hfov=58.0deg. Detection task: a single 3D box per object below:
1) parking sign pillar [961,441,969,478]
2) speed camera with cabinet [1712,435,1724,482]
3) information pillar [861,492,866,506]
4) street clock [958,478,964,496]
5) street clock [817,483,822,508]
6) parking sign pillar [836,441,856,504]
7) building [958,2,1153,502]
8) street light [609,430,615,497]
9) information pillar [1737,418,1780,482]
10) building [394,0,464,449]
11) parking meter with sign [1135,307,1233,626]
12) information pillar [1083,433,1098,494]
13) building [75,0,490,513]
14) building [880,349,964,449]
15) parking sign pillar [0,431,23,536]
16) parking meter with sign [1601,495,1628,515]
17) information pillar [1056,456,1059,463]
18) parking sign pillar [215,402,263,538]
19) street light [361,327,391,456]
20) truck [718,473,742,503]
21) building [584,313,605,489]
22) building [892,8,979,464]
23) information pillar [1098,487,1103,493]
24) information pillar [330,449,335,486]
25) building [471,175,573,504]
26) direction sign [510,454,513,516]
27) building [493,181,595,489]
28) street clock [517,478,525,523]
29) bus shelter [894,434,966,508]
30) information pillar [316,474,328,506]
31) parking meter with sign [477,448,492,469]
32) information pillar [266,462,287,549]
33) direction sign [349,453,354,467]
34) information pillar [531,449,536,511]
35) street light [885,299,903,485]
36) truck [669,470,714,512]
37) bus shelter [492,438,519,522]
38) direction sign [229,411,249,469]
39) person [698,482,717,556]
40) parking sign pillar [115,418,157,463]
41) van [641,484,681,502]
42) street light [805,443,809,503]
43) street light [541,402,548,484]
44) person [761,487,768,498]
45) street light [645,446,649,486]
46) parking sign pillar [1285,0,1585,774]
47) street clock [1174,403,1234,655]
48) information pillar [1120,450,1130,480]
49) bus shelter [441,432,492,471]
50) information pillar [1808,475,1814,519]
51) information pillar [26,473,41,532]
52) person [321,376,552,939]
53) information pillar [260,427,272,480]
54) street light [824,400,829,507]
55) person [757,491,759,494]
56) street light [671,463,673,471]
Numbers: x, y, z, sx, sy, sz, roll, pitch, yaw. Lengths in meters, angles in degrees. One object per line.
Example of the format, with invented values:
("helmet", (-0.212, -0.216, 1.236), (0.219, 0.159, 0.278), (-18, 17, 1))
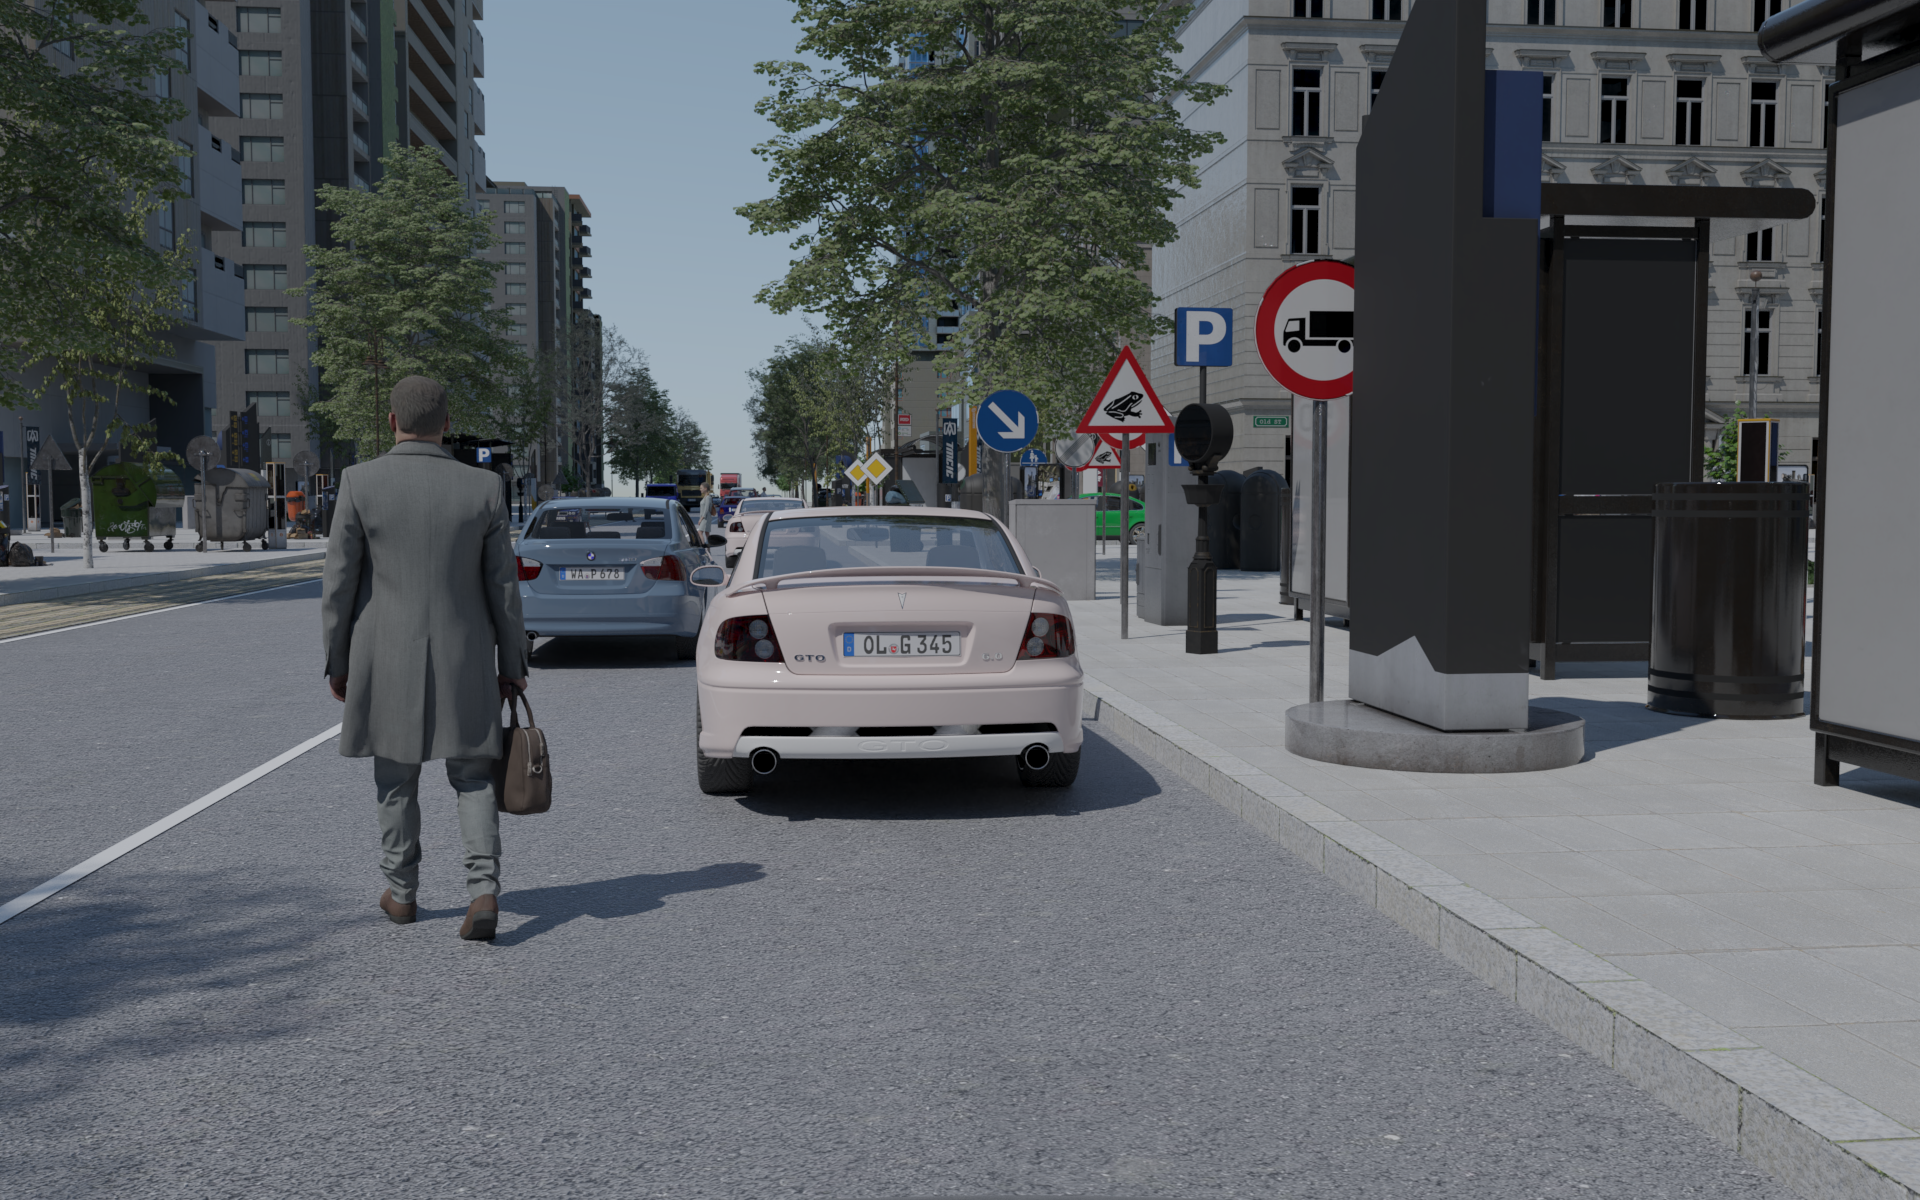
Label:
("parking sign pillar", (0.478, -5.476, 78.003), (1.447, 3.967, 1.447), (-2, 4, -25))
("speed camera with cabinet", (25.780, -3.864, 57.516), (0.660, 3.252, 2.038), (0, 4, -7))
("information pillar", (-5.544, -5.745, 98.429), (0.304, 2.012, 0.304), (1, 4, 9))
("street clock", (0.056, -4.323, 75.254), (0.358, 2.002, 0.471), (2, 4, 30))
("street clock", (-9.565, -6.866, 116.825), (0.471, 2.002, 0.358), (1, 4, 11))
("parking sign pillar", (-5.725, -6.032, 87.103), (1.447, 3.967, 1.447), (-3, 4, -36))
("building", (10.807, -43.288, 146.017), (20.563, 71.187, 20.611), (0, 4, -6))
("street light", (-24.908, -9.244, 123.925), (0.468, 5.910, 1.993), (0, 4, -6))
("information pillar", (7.833, -0.768, 17.042), (0.304, 2.012, 0.304), (3, 5, 41))
("building", (-50.309, -30.975, 130.142), (21.300, 48.544, 21.600), (0, 4, -6))
("parking meter with sign", (2.130, -1.274, 17.088), (0.543, 3.016, 1.738), (-1, 4, -10))
("information pillar", (4.083, -3.832, 54.004), (0.504, 3.616, 0.183), (2, 4, 30))
("building", (-57.447, -34.534, 153.862), (28.713, 52.752, 27.495), (0, 4, -6))
("building", (3.749, -24.200, 240.716), (27.650, 21.520, 28.899), (0, 4, -6))
("parking sign pillar", (-29.869, -3.980, 53.551), (1.447, 3.967, 1.447), (-2, 4, -32))
("parking meter with sign", (13.356, -2.386, 35.274), (0.543, 3.016, 1.738), (1, 4, 11))
("information pillar", (5.255, -6.254, 93.599), (0.183, 3.616, 0.504), (-1, 4, -11))
("parking sign pillar", (-20.995, -3.781, 50.284), (1.447, 3.967, 1.447), (1, 4, 18))
("street light", (-16.159, -4.604, 48.057), (0.468, 5.910, 1.993), (0, 4, -6))
("truck", (-30.636, -14.826, 231.325), (2.839, 4.237, 11.283), (0, 4, -5))
("building", (-62.721, -30.295, 267.031), (14.160, 30.474, 14.107), (0, 4, -6))
("building", (-1.714, -58.442, 268.197), (22.319, 86.520, 31.000), (0, 4, -6))
("information pillar", (5.924, -4.283, 74.513), (0.304, 2.012, 0.304), (-2, 4, -32))
("information pillar", (-32.368, -5.996, 89.394), (0.183, 3.616, 0.504), (-2, 4, -34))
("building", (-58.020, -33.005, 223.231), (14.154, 41.232, 14.086), (0, 4, -6))
("direction sign", (-26.174, -6.647, 100.678), (0.379, 3.537, 0.876), (-1, 4, -18))
("building", (-63.828, -36.101, 244.882), (22.147, 44.769, 28.867), (0, 4, -6))
("street clock", (-19.607, -4.449, 77.310), (0.358, 2.002, 0.471), (0, 4, 1))
("bus shelter", (-1.110, -4.124, 61.350), (2.014, 3.302, 5.546), (0, 4, -7))
("information pillar", (-23.892, -3.697, 64.938), (0.304, 2.012, 0.304), (1, 4, 21))
("parking meter with sign", (-17.931, -4.166, 64.377), (0.543, 3.016, 1.738), (0, 4, 3))
("information pillar", (-15.905, -2.191, 40.314), (0.304, 2.012, 0.304), (2, 4, 33))
("direction sign", (-33.384, -6.306, 95.102), (0.379, 3.537, 0.876), (0, 4, -5))
("information pillar", (-22.281, -6.066, 90.535), (0.183, 3.616, 0.504), (-3, 4, -36))
("street light", (-1.493, -4.162, 40.833), (0.468, 5.910, 1.993), (0, 4, -6))
("truck", (-21.292, -8.750, 138.989), (3.469, 3.379, 9.791), (0, 4, -5))
("bus shelter", (-20.524, -5.159, 75.631), (1.731, 3.624, 6.357), (0, 4, -7))
("direction sign", (-19.762, -3.398, 47.557), (0.379, 3.537, 0.876), (0, 4, 8))
("person", (-5.880, -1.869, 40.063), (0.522, 1.701, 0.512), (-1, 4, -15))
("parking sign pillar", (-29.150, -4.456, 61.333), (1.447, 3.967, 1.447), (3, 5, 40))
("van", (-17.137, -5.820, 99.538), (2.240, 2.365, 5.245), (-1, 4, -8))
("street light", (-10.893, -9.151, 122.405), (0.468, 5.910, 1.993), (0, 4, -6))
("street light", (-20.623, -6.934, 86.166), (0.468, 5.910, 1.993), (0, 4, -6))
("person", (-10.037, -4.870, 88.348), (0.641, 1.798, 0.478), (3, 4, 37))
("street light", (-29.354, -11.592, 162.311), (0.468, 5.910, 1.993), (0, 4, -6))
("parking sign pillar", (2.355, -1.227, 8.535), (1.447, 3.967, 1.447), (0, 4, -7))
("street clock", (1.947, -0.570, 13.891), (0.358, 2.002, 0.471), (-2, 4, -33))
("information pillar", (6.229, -4.542, 65.611), (0.183, 3.616, 0.504), (-3, 5, -40))
("bus shelter", (-20.048, -4.730, 68.615), (1.731, 3.624, 6.357), (0, 4, -7))
("information pillar", (31.952, -3.718, 65.286), (0.304, 2.012, 0.304), (-2, 4, -33))
("information pillar", (-31.642, -3.343, 59.147), (0.304, 2.012, 0.304), (0, 4, -2))
("person", (-1.726, 0.178, 5.685), (0.694, 1.812, 0.767), (-1, 4, -23))
("information pillar", (-23.983, -4.195, 59.948), (0.183, 3.616, 0.504), (1, 4, 17))
("street light", (-6.464, -6.820, 84.291), (0.468, 5.910, 1.993), (0, 4, -6))
("person", (-27.211, -13.776, 233.364), (1.348, 1.869, 0.705), (2, 4, 23))
("street light", (-34.371, -14.292, 206.460), (0.468, 5.910, 1.993), (0, 4, -6))
